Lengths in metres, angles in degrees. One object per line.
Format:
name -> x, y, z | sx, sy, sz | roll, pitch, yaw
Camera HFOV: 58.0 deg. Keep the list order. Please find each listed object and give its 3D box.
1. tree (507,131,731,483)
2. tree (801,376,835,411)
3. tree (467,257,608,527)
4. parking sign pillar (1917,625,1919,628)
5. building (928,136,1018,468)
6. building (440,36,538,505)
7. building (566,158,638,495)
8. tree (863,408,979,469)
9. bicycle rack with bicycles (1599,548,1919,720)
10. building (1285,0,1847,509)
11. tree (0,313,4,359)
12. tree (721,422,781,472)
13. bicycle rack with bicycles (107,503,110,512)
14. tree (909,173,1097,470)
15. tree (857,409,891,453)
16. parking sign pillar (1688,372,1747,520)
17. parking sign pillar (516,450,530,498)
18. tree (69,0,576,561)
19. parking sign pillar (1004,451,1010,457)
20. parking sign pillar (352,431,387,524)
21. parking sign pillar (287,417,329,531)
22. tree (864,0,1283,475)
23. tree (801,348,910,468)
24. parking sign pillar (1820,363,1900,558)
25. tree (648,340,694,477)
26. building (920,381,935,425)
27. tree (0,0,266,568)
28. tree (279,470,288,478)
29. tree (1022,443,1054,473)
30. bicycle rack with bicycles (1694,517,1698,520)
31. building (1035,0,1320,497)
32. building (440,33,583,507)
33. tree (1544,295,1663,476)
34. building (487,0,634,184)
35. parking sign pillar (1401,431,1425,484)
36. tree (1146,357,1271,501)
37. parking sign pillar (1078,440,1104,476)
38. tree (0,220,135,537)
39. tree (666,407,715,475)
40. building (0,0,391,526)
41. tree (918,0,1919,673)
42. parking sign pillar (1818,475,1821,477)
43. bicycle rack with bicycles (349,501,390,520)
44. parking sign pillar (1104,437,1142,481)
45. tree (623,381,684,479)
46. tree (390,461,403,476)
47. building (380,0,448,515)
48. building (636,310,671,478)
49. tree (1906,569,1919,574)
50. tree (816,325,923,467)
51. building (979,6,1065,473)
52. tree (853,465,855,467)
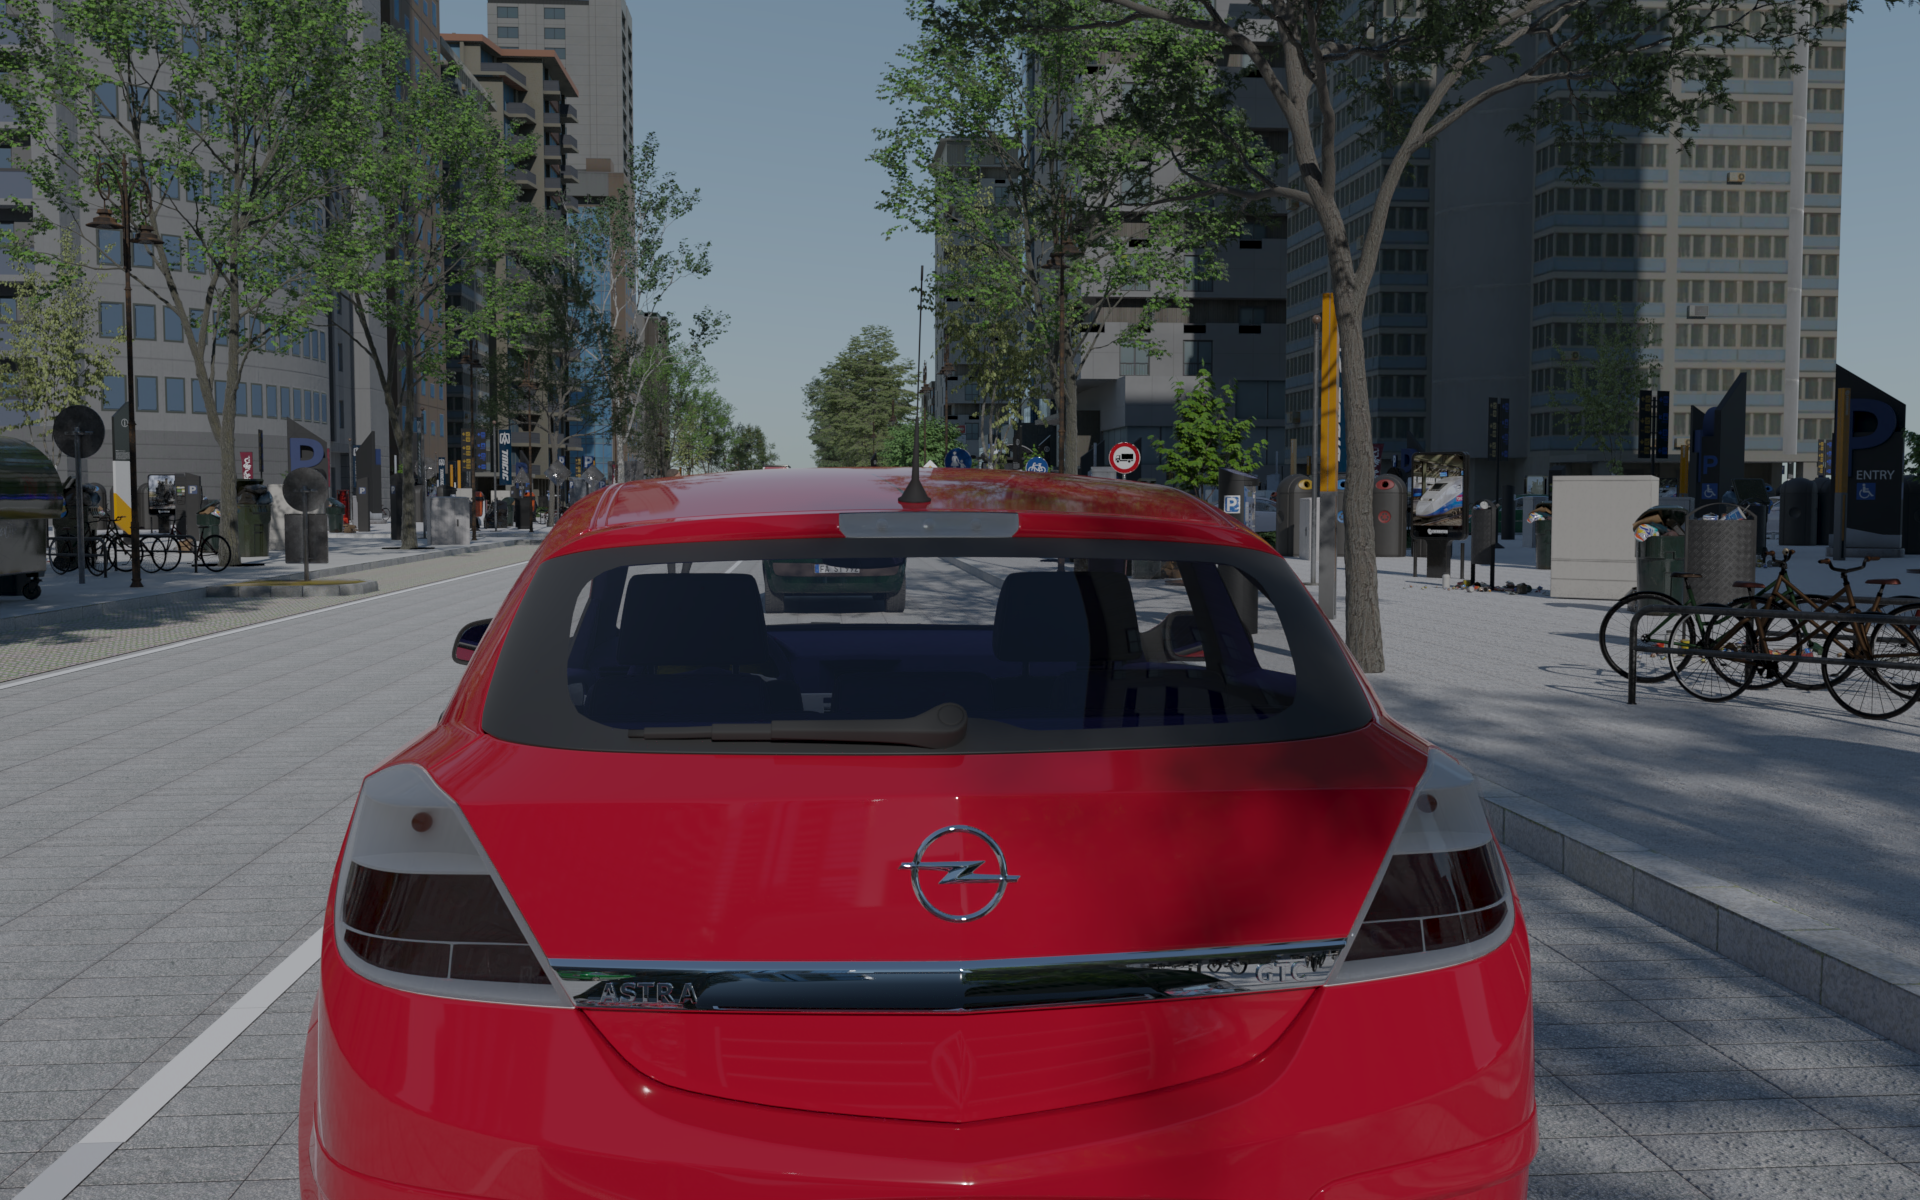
tree -> -18.251, -14.457, 92.265 | 12.611, 20.169, 13.585 | 0, 3, 0
tree -> -16.064, -24.260, 252.538 | 12.611, 20.169, 13.585 | 0, 3, 0
tree -> -15.792, -8.158, 67.800 | 7.601, 10.594, 8.767 | 0, 4, 5
parking sign pillar -> 9.847, -1.697, 16.223 | 1.447, 3.967, 1.447 | -3, 5, -45
building -> 10.635, -40.458, 250.726 | 28.713, 52.752, 27.495 | 0, 4, -5
building -> -52.220, -27.496, 141.443 | 32.217, 40.220, 23.993 | 0, 4, -5
building -> -51.458, -35.731, 234.311 | 14.600, 45.320, 14.200 | 0, 4, -5
tree -> -1.261, -5.028, 65.915 | 4.285, 4.588, 4.351 | 0, 3, 0
bicycle rack with bicycles -> 5.330, 0.162, 10.736 | 2.852, 0.926, 2.925 | -3, 5, -43
building -> 31.086, -24.345, 89.930 | 23.993, 40.220, 32.217 | 0, 4, -5
tree -> -24.829, -5.519, 40.595 | 4.360, 8.622, 3.978 | 0, 3, 0
tree -> -33.471, -21.989, 276.525 | 9.611, 12.733, 9.660 | 0, 3, 0
bicycle rack with bicycles -> -32.222, -3.234, 66.261 | 2.925, 0.926, 2.852 | -2, 4, -29
tree -> 0.956, -5.533, 40.819 | 4.737, 8.622, 4.395 | 0, 3, 0
tree -> -6.899, -11.605, 140.106 | 4.737, 8.622, 4.395 | 0, 3, 0
parking sign pillar -> 16.768, -3.033, 38.068 | 1.447, 3.967, 1.447 | -3, 5, -43
parking sign pillar -> -26.725, -7.194, 106.086 | 1.447, 3.967, 1.447 | -3, 4, -38
tree -> -12.930, -6.975, 39.794 | 9.928, 11.665, 9.643 | 0, 3, 0
parking sign pillar -> 2.430, -7.218, 106.480 | 1.447, 3.967, 1.447 | 0, 4, -6
parking sign pillar -> -25.450, -5.264, 74.532 | 1.447, 3.967, 1.447 | 3, 4, 39
parking sign pillar -> -22.699, -4.394, 60.320 | 1.447, 3.967, 1.447 | -2, 4, -25
tree -> 1.934, -6.520, 32.360 | 9.928, 11.665, 9.643 | 0, 3, 0
tree -> -8.596, -14.788, 148.431 | 9.857, 13.997, 8.962 | 0, 3, 0
parking sign pillar -> 18.528, -2.867, 35.351 | 1.447, 3.967, 1.447 | 2, 4, 33
tree -> -20.053, -11.750, 117.872 | 9.928, 11.665, 9.643 | 0, 3, 0
building -> 8.199, -26.605, 280.035 | 27.650, 21.520, 28.899 | 0, 4, -5
tree -> -13.056, -6.392, 30.257 | 9.928, 11.665, 9.643 | 0, 3, 0
tree -> -28.057, -4.878, 74.354 | 1.663, 3.219, 1.824 | 0, 3, 0
tree -> 2.732, -4.380, 66.222 | 1.663, 3.219, 1.824 | 0, 3, 0
bicycle rack with bicycles -> 20.064, -2.254, 50.238 | 2.852, 0.926, 2.925 | -1, 4, -19
building -> 20.171, -32.546, 121.371 | 28.713, 52.752, 27.495 | 0, 4, -5
building -> -49.000, -31.402, 168.049 | 22.147, 44.769, 28.867 | 0, 4, -5
tree -> 23.745, -6.912, 63.376 | 4.737, 8.622, 4.395 | 0, 3, 0
building -> -55.669, -49.706, 250.949 | 20.563, 71.187, 20.611 | 0, 4, -5
parking sign pillar -> 19.231, -5.206, 73.598 | 1.447, 3.967, 1.447 | -1, 4, -14
tree -> 3.303, -1.818, 24.332 | 1.663, 3.219, 1.824 | 0, 3, 0
parking sign pillar -> 6.510, -5.965, 86.005 | 1.447, 3.967, 1.447 | -2, 4, -24
tree -> -24.588, -5.904, 46.888 | 4.737, 8.622, 4.395 | 0, 3, 0
tree -> -21.809, -11.509, 138.532 | 4.737, 8.622, 4.395 | 0, 3, 0
building -> -41.527, -32.997, 81.493 | 21.231, 58.520, 28.212 | 0, 4, -5
tree -> 3.011, -4.778, 12.535 | 8.767, 10.594, 7.601 | 1, 4, 10
parking sign pillar -> 60.254, -8.168, 122.013 | 1.447, 3.967, 1.447 | 2, 4, 30
bicycle rack with bicycles -> -29.359, -4.297, 83.644 | 2.925, 0.926, 2.852 | 2, 4, 35
parking sign pillar -> 7.932, -5.716, 81.926 | 1.447, 3.967, 1.447 | -2, 4, -29
tree -> -19.733, -9.784, 110.324 | 4.360, 8.622, 3.978 | 0, 3, 0
tree -> -32.296, -6.462, 100.255 | 1.663, 3.219, 1.824 | 0, 3, 0
building -> -41.761, -28.197, 111.131 | 14.600, 45.320, 14.200 | 0, 4, -5
building -> -52.887, -30.488, 270.172 | 14.160, 30.474, 14.107 | 0, 4, -5
tree -> 16.045, -2.038, 27.919 | 1.663, 3.219, 1.824 | 0, 3, 0
tree -> -6.042, -12.133, 116.495 | 7.486, 12.596, 7.792 | 0, 3, 0
building -> 14.567, -53.079, 180.517 | 22.319, 86.520, 31.000 | 0, 4, -5
tree -> -9.121, -13.069, 164.043 | 4.360, 8.622, 3.978 | 0, 3, 0
